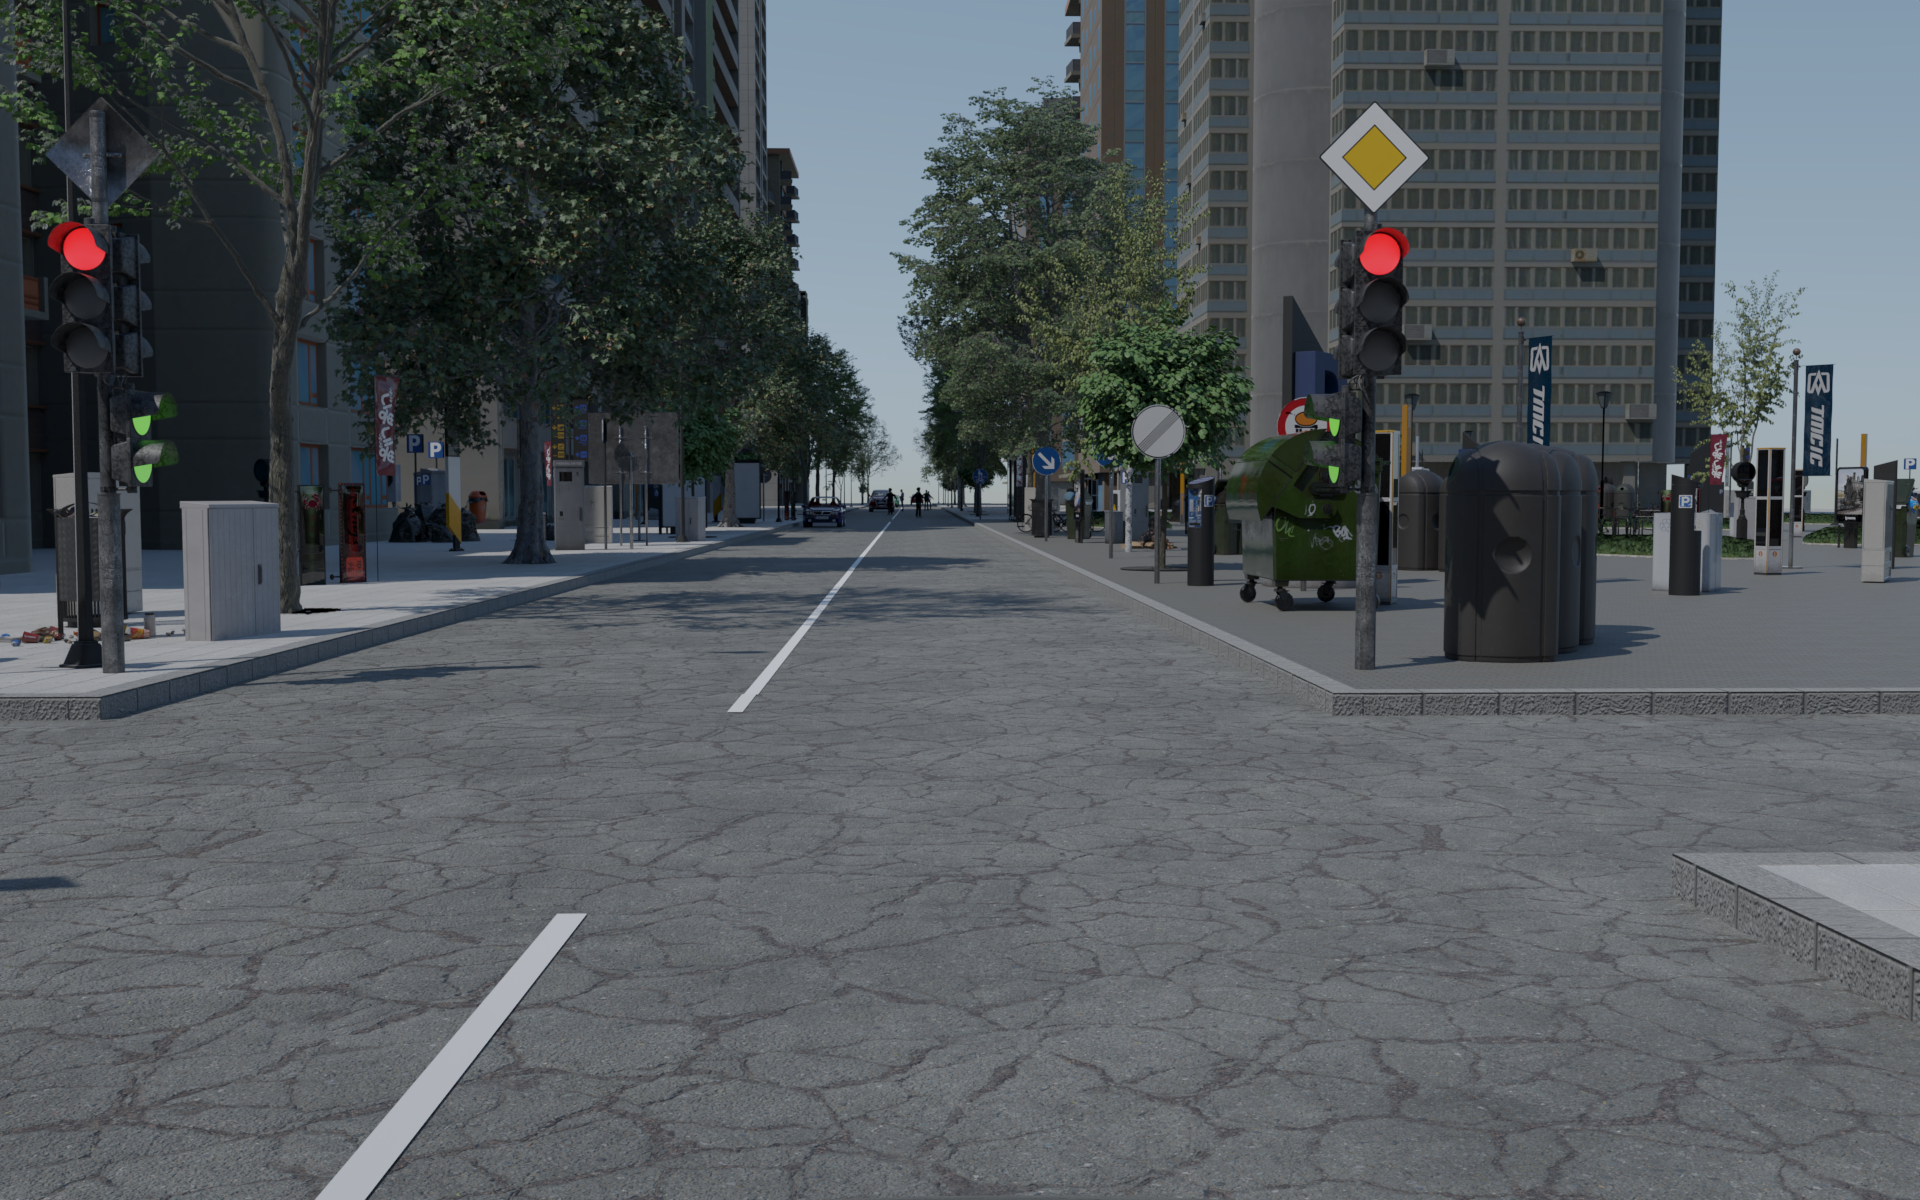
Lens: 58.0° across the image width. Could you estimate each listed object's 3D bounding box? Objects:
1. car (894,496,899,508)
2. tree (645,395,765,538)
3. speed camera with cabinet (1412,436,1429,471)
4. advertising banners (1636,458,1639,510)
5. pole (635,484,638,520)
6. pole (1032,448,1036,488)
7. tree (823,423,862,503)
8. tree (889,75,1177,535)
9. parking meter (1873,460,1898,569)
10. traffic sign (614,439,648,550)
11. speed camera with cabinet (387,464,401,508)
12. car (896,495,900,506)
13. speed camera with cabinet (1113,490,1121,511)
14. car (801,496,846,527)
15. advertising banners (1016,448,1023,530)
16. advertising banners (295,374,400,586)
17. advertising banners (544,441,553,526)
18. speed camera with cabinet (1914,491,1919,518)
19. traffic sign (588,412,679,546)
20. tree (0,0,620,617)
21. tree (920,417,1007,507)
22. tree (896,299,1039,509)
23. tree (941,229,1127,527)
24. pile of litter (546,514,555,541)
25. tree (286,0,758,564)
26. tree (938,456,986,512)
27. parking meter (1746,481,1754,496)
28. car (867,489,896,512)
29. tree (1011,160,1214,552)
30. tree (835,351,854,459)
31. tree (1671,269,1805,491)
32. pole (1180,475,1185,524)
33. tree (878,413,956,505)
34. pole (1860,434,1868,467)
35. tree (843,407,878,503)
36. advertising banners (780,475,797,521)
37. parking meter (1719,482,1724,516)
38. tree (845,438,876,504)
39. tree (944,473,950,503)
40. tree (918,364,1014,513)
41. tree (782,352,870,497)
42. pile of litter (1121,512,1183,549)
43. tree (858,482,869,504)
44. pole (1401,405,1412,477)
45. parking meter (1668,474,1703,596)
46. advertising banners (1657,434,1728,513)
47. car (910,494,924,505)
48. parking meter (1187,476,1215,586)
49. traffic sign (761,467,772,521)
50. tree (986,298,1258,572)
[{"bbox_3d":[-7.462,-10.733,184.284,1.959,1.807,4.718,0,4,-3],"label":"car"},{"bbox_3d":[-7.966,-4.114,50.981,4.285,4.588,4.351,0,3,0],"label":"tree"},{"bbox_3d":[16.349,-3.967,59.192,2.038,3.252,0.660,2,4,24],"label":"speed camera with cabinet"},{"bbox_3d":[32.289,-5.283,82.557,0.090,3.025,2.074,1,4,23],"label":"advertising banners"},{"bbox_3d":[-16.125,-5.668,86.521,0.158,3.312,0.155,0,3,0],"label":"pole"},{"bbox_3d":[3.145,-4.845,73.065,0.158,3.312,0.155,0,3,0],"label":"pole"},{"bbox_3d":[-10.946,-12.729,158.486,4.737,8.622,4.395,0,3,0],"label":"tree"},{"bbox_3d":[2.674,-8.981,53.499,9.857,13.997,8.962,0,3,0],"label":"tree"},{"bbox_3d":[15.819,-1.467,29.689,0.399,1.863,0.255,2,4,26],"label":"parking meter"},{"bbox_3d":[-7.595,-2.439,39.981,0.768,2.556,0.104,0,4,0],"label":"traffic sign"},{"bbox_3d":[-17.347,-3.423,50.296,2.038,3.252,0.660,0,4,-2],"label":"speed camera with cabinet"},{"bbox_3d":[-8.357,-12.266,212.917,2.083,1.381,4.827,0,4,-2],"label":"car"},{"bbox_3d":[7.270,-4.980,75.756,0.660,3.252,2.038,-2,4,-24],"label":"speed camera with cabinet"},{"bbox_3d":[-5.925,-3.861,75.707,1.945,1.354,3.894,0,4,-1],"label":"car"},{"bbox_3d":[2.520,-4.043,62.286,0.090,3.025,2.074,2,4,35],"label":"advertising banners"},{"bbox_3d":[-8.790,-1.758,24.935,0.090,3.025,2.074,2,4,26],"label":"advertising banners"},{"bbox_3d":[-13.073,-3.685,56.435,0.090,3.025,2.074,-3,4,-38],"label":"advertising banners"},{"bbox_3d":[49.347,-5.712,87.733,2.038,3.252,0.660,1,4,21],"label":"speed camera with cabinet"},{"bbox_3d":[-8.098,-3.000,42.930,2.265,3.308,0.079,0,4,4],"label":"traffic sign"},{"bbox_3d":[-7.153,-5.664,18.358,9.928,11.665,9.643,0,3,0],"label":"tree"},{"bbox_3d":[0.375,-15.638,172.692,9.611,12.733,9.660,0,3,0],"label":"tree"},{"bbox_3d":[1.173,-17.984,149.924,12.611,20.169,13.585,0,3,0],"label":"tree"},{"bbox_3d":[2.844,-8.639,67.008,9.928,11.665,9.643,0,3,0],"label":"tree"},{"bbox_3d":[-11.603,-2.087,48.082,1.719,0.858,1.176,1,4,23],"label":"pile of litter"},{"bbox_3d":[-7.936,-7.024,31.854,9.611,12.733,9.660,0,3,0],"label":"tree"},{"bbox_3d":[1.203,-8.766,127.044,4.285,4.588,4.351,0,3,0],"label":"tree"},{"bbox_3d":[32.435,-4.005,71.187,0.255,1.863,0.399,1,4,9],"label":"parking meter"},{"bbox_3d":[-6.319,-8.032,139.995,2.281,1.827,5.304,0,4,-1],"label":"car"},{"bbox_3d":[3.570,-5.378,38.291,4.737,8.622,4.395,0,3,0],"label":"tree"},{"bbox_3d":[-8.790,-9.154,66.674,9.611,12.733,9.660,0,3,0],"label":"tree"},{"bbox_3d":[26.048,-6.558,57.579,4.737,8.622,4.395,0,3,0],"label":"tree"},{"bbox_3d":[9.600,-4.944,74.684,0.158,3.312,0.155,0,3,0],"label":"pole"},{"bbox_3d":[-0.665,-17.590,197.969,12.009,13.543,11.850,0,3,0],"label":"tree"},{"bbox_3d":[30.493,-3.954,58.492,0.158,3.312,0.155,0,3,0],"label":"pole"},{"bbox_3d":[-13.215,-20.518,245.831,12.009,13.543,11.850,0,3,0],"label":"tree"},{"bbox_3d":[-8.453,-5.403,84.533,0.090,3.025,2.074,-2,4,-30],"label":"advertising banners"},{"bbox_3d":[36.106,-4.690,82.397,0.399,1.863,0.255,-1,4,-11],"label":"parking meter"},{"bbox_3d":[-13.045,-17.047,229.084,4.360,8.622,3.978,0,3,0],"label":"tree"},{"bbox_3d":[-1.771,-17.534,237.048,4.360,8.622,3.978,0,3,0],"label":"tree"},{"bbox_3d":[0.774,-12.101,115.980,7.486,12.596,7.792,0,3,0],"label":"tree"},{"bbox_3d":[-10.323,-12.986,130.451,7.486,12.596,7.792,0,3,0],"label":"tree"},{"bbox_3d":[4.494,-1.637,40.726,1.176,0.858,1.719,-2,4,-24],"label":"pile of litter"},{"bbox_3d":[-13.106,-14.759,235.909,1.663,3.219,1.824,0,3,0],"label":"tree"},{"bbox_3d":[10.219,-2.804,39.693,0.158,3.312,0.155,0,3,0],"label":"pole"},{"bbox_3d":[9.202,-0.829,21.962,0.372,1.533,0.369,0,3,0],"label":"parking meter"},{"bbox_3d":[21.520,-3.348,50.920,0.090,3.025,2.074,-3,5,-40],"label":"advertising banners"},{"bbox_3d":[-5.759,-13.668,232.507,2.155,1.783,4.494,0,4,-1],"label":"car"},{"bbox_3d":[3.371,-0.967,24.226,0.372,1.533,0.369,0,3,0],"label":"parking meter"},{"bbox_3d":[-9.186,-4.949,81.028,0.768,2.556,0.104,0,4,0],"label":"traffic sign"},{"bbox_3d":[3.406,-2.779,29.155,4.285,4.588,4.351,0,3,0],"label":"tree"}]
